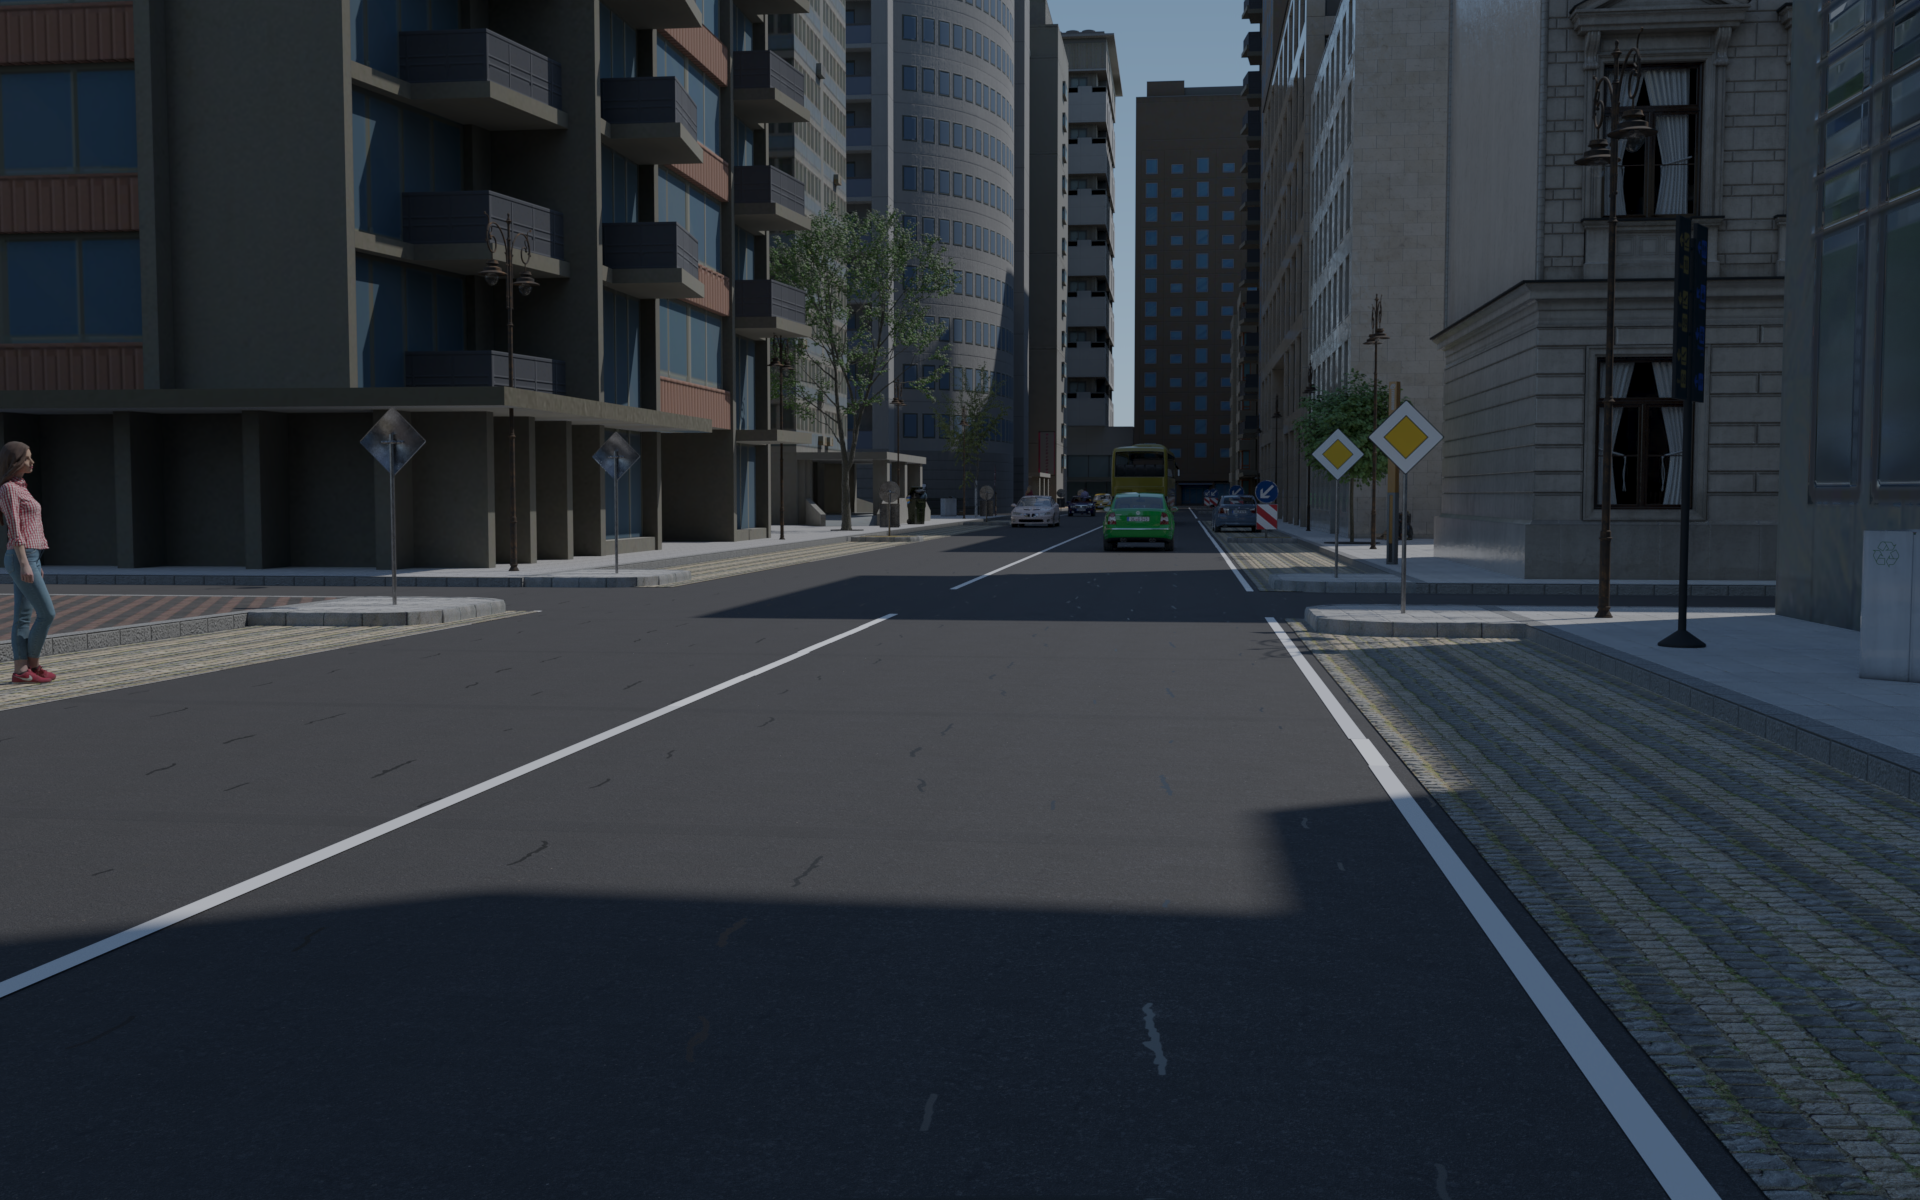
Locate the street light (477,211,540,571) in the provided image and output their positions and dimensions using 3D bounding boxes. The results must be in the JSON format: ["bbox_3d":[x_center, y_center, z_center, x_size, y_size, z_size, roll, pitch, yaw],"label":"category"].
[{"bbox_3d":[-7.425,-3.417,28.651,0.468,5.910,1.993,0,4,7],"label":"street light"}]

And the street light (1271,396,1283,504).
[{"bbox_3d":[14.567,-6.543,79.773,0.468,5.910,1.993,0,4,7],"label":"street light"}]

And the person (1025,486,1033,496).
[{"bbox_3d":[3.283,-4.486,81.814,0.573,1.828,0.580,-1,4,-21],"label":"person"}]

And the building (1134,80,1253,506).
[{"bbox_3d":[26.547,-33.067,190.752,14.200,45.320,14.600,0,4,7],"label":"building"}]

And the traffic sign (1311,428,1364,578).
[{"bbox_3d":[5.760,-1.396,26.470,0.795,2.450,0.064,0,4,7],"label":"traffic sign"}]

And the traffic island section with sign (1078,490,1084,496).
[{"bbox_3d":[10.986,-9.027,156.216,1.989,1.847,2.006,0,4,7],"label":"traffic island section with sign"}]

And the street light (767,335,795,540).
[{"bbox_3d":[-4.999,-4.630,48.493,0.468,5.910,1.993,0,4,7],"label":"street light"}]

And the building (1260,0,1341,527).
[{"bbox_3d":[24.865,-16.977,82.089,19.350,26.468,34.151,0,4,7],"label":"building"}]

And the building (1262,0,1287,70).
[{"bbox_3d":[26.416,-28.123,109.917,14.600,45.320,14.200,0,4,7],"label":"building"}]

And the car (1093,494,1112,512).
[{"bbox_3d":[11.259,-7.730,136.606,2.015,1.641,3.980,1,4,9],"label":"car"}]

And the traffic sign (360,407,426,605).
[{"bbox_3d":[-6.543,-1.000,19.992,0.795,2.450,0.064,0,4,7],"label":"traffic sign"}]

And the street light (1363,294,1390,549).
[{"bbox_3d":[9.609,-4.117,40.101,0.468,5.910,1.993,0,4,7],"label":"street light"}]

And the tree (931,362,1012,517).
[{"bbox_3d":[0.651,-8.855,95.137,4.737,8.622,4.395,0,3,0],"label":"tree"}]

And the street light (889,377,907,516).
[{"bbox_3d":[-2.438,-5.849,68.419,0.468,5.910,1.993,0,4,7],"label":"street light"}]

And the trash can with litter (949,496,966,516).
[{"bbox_3d":[-0.236,-5.586,102.710,1.055,1.170,0.624,-2,4,-27],"label":"trash can with litter"}]

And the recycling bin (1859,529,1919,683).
[{"bbox_3d":[6.746,0.036,11.972,0.722,1.027,0.722,-3,4,-38],"label":"recycling bin"}]

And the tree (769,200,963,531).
[{"bbox_3d":[-3.876,-8.233,60.360,9.928,11.665,9.643,0,3,0],"label":"tree"}]

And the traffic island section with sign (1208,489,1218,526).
[{"bbox_3d":[12.273,-4.226,77.721,1.989,1.847,2.006,0,4,7],"label":"traffic island section with sign"}]

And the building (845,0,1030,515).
[{"bbox_3d":[-6.981,-35.169,117.017,21.231,58.520,28.212,0,4,7],"label":"building"}]

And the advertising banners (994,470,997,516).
[{"bbox_3d":[2.047,-6.348,99.982,0.090,3.025,2.074,0,4,3],"label":"advertising banners"}]

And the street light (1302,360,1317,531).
[{"bbox_3d":[12.091,-5.330,59.936,0.468,5.910,1.993,0,4,7],"label":"street light"}]

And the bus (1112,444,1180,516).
[{"bbox_3d":[9.051,-5.666,84.191,2.896,3.916,12.252,1,4,9],"label":"bus"}]

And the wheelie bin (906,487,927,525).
[{"bbox_3d":[-1.806,-3.991,73.156,0.980,1.594,0.693,-3,5,-42],"label":"wheelie bin"}]

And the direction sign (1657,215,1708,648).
[{"bbox_3d":[6.081,-1.375,14.485,0.379,3.537,0.876,3,4,37],"label":"direction sign"}]

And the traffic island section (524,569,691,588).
[{"bbox_3d":[-5.566,-0.349,27.979,2.009,0.180,2.903,0,4,7],"label":"traffic island section"}]

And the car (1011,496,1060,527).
[{"bbox_3d":[3.341,-3.886,75.903,2.083,1.381,4.827,0,4,8],"label":"car"}]

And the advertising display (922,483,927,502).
[{"bbox_3d":[-2.477,-5.988,103.120,0.974,1.923,0.123,0,4,-5],"label":"advertising display"}]

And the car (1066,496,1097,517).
[{"bbox_3d":[7.858,-6.062,111.698,1.945,1.354,3.894,0,4,5],"label":"car"}]

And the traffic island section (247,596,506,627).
[{"bbox_3d":[-6.568,0.136,20.057,2.009,0.180,2.903,0,4,7],"label":"traffic island section"}]

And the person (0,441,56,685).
[{"bbox_3d":[-6.989,-0.272,12.957,0.388,1.821,0.555,-2,4,-33],"label":"person"}]

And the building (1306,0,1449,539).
[{"bbox_3d":[17.399,-12.371,57.013,10.420,20.320,16.860,0,4,7],"label":"building"}]

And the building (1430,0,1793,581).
[{"bbox_3d":[18.090,-10.056,29.035,19.286,19.102,10.561,0,4,7],"label":"building"}]

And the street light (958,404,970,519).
[{"bbox_3d":[0.211,-7.114,89.098,0.468,5.910,1.993,0,4,7],"label":"street light"}]

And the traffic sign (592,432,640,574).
[{"bbox_3d":[-5.542,-1.485,27.915,0.795,2.450,0.064,0,4,7],"label":"traffic sign"}]

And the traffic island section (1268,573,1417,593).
[{"bbox_3d":[5.785,-0.261,26.544,2.009,0.180,2.903,0,4,7],"label":"traffic island section"}]

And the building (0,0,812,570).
[{"bbox_3d":[-16.098,-23.702,42.153,22.147,44.769,28.867,0,4,7],"label":"building"}]

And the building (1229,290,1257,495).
[{"bbox_3d":[39.299,-19.248,159.742,27.650,21.520,28.899,0,4,7],"label":"building"}]

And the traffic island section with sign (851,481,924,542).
[{"bbox_3d":[-2.152,-2.674,52.348,1.989,1.847,2.006,0,4,7],"label":"traffic island section with sign"}]

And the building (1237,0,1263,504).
[{"bbox_3d":[32.517,-29.126,130.829,22.147,44.769,28.867,0,4,7],"label":"building"}]

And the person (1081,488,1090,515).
[{"bbox_3d":[8.699,-6.849,120.344,0.709,1.838,0.599,1,4,9],"label":"person"}]

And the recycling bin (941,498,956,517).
[{"bbox_3d":[-0.657,-5.315,99.447,0.722,1.027,0.722,-1,4,-23],"label":"recycling bin"}]

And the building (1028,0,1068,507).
[{"bbox_3d":[-0.731,-33.301,168.172,21.600,48.544,21.300,0,4,7],"label":"building"}]

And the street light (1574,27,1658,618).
[{"bbox_3d":[6.684,-2.753,17.806,0.468,5.910,1.993,0,4,7],"label":"street light"}]

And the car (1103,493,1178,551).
[{"bbox_3d":[4.673,-2.210,44.928,1.959,1.807,4.718,0,4,7],"label":"car"}]

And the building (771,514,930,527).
[{"bbox_3d":[-18.274,-23.567,77.209,32.217,40.220,23.993,0,4,7],"label":"building"}]

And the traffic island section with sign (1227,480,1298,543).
[{"bbox_3d":[8.880,-2.590,50.980,1.989,1.847,2.006,0,4,7],"label":"traffic island section with sign"}]

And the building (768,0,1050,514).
[{"bbox_3d":[-8.880,-27.710,144.944,32.217,40.220,23.993,0,4,7],"label":"building"}]

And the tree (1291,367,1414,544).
[{"bbox_3d":[10.258,-3.740,44.860,4.285,4.588,4.351,0,3,0],"label":"tree"}]

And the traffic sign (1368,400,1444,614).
[{"bbox_3d":[4.759,-0.912,18.548,0.795,2.450,0.064,0,4,7],"label":"traffic sign"}]

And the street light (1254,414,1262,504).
[{"bbox_3d":[17.138,-7.756,99.597,0.468,5.910,1.993,0,4,7],"label":"street light"}]

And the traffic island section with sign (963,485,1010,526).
[{"bbox_3d":[1.238,-4.310,79.090,1.989,1.847,2.006,0,4,7],"label":"traffic island section with sign"}]

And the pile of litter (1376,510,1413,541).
[{"bbox_3d":[12.190,-2.118,48.599,1.176,0.858,1.719,2,4,32],"label":"pile of litter"}]

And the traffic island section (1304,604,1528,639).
[{"bbox_3d":[4.783,0.224,18.622,2.009,0.180,2.903,0,4,7],"label":"traffic island section"}]

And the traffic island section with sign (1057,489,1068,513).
[{"bbox_3d":[7.601,-7.391,129.473,1.989,1.847,2.006,0,4,7],"label":"traffic island section with sign"}]

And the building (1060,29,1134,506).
[{"bbox_3d":[6.583,-37.346,199.851,27.495,52.752,28.713,0,4,7],"label":"building"}]

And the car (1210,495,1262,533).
[{"bbox_3d":[10.442,-3.263,65.347,2.014,1.417,4.499,0,4,7],"label":"car"}]

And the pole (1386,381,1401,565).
[{"bbox_3d":[7.874,-2.301,31.459,0.158,3.312,0.155,0,3,0],"label":"pole"}]

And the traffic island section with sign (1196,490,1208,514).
[{"bbox_3d":[18.557,-7.271,127.508,1.989,1.847,2.006,0,4,7],"label":"traffic island section with sign"}]
